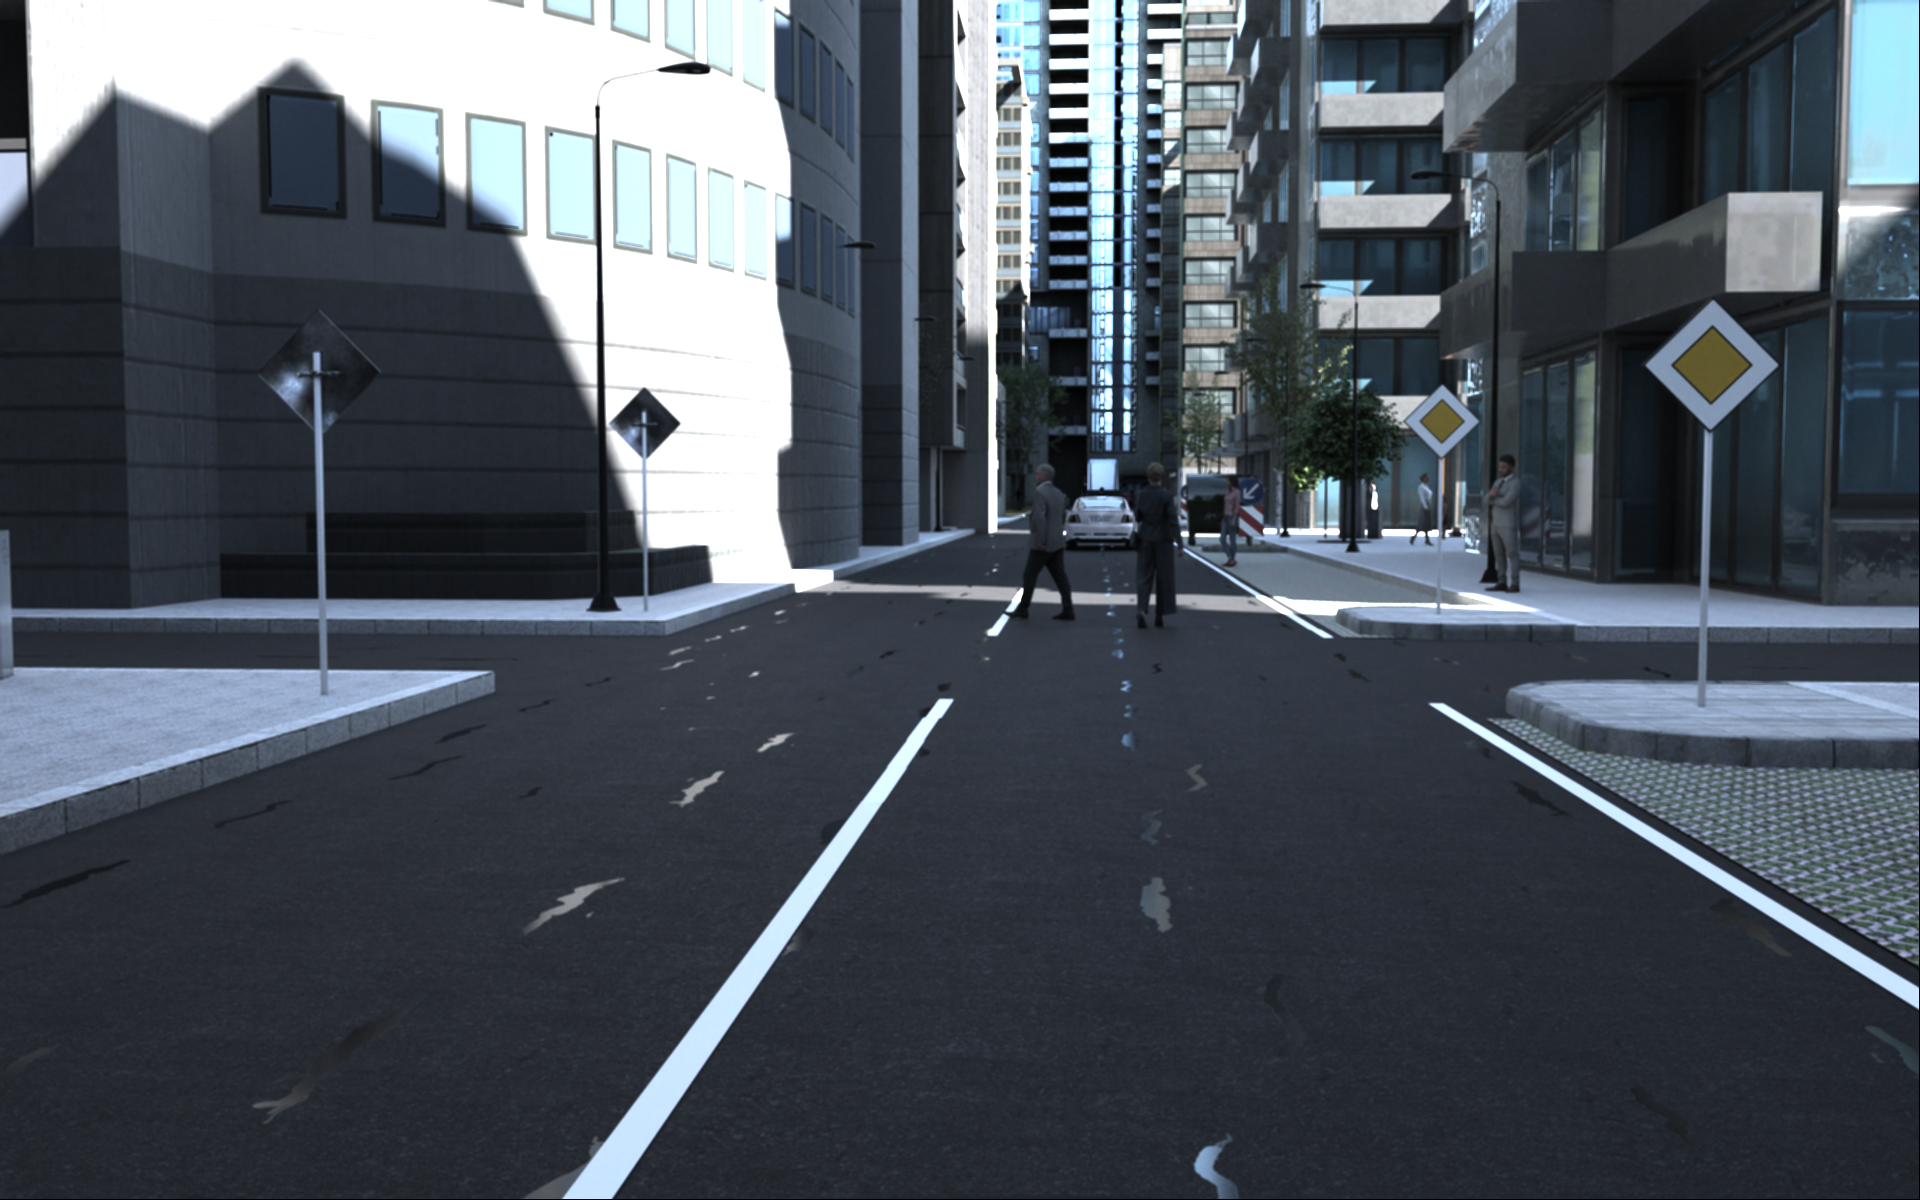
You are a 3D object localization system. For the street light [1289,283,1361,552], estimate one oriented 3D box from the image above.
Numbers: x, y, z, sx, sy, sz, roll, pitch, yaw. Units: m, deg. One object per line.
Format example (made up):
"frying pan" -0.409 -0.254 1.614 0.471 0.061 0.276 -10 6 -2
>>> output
"street light" 8.160 -4.016 38.203 1.470 5.913 1.316 0 4 4

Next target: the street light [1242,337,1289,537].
"street light" 9.144 -4.826 51.449 1.470 5.913 1.316 0 4 4

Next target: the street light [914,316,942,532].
"street light" -1.324 -4.460 45.467 1.470 5.913 1.316 0 4 4

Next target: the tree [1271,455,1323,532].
"tree" 11.560 -3.885 58.127 1.663 3.219 1.824 0 3 0

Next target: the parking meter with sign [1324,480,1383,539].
"parking meter with sign" 11.325 -3.282 49.915 1.738 3.016 0.543 3 4 36

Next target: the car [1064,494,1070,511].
"car" 8.243 -8.312 144.702 1.959 1.807 4.718 0 4 5

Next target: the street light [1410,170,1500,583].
"street light" 7.156 -3.206 24.957 1.470 5.913 1.316 0 4 4

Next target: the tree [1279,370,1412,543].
"tree" 10.277 -3.804 45.913 4.285 4.588 4.351 0 3 0

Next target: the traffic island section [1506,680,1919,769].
"traffic island section" 4.513 0.725 10.432 2.009 0.180 2.903 0 4 4

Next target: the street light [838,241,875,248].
"street light" -2.260 -3.639 32.043 1.470 5.913 1.316 0 4 4

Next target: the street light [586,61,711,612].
"street light" -3.375 -2.830 18.807 1.470 5.913 1.316 0 4 4

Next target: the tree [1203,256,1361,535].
"tree" 10.319 -6.371 54.531 4.737 8.622 4.395 0 3 0

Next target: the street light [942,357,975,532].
"street light" -0.192 -5.270 58.702 1.470 5.913 1.316 0 4 4

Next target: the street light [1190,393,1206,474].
"street light" 11.390 -6.555 79.708 1.470 5.913 1.316 0 4 4

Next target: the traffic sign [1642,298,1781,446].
"traffic sign" 4.489 -0.499 10.351 0.795 2.593 0.064 0 4 4

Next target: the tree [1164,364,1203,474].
"tree" 13.546 -8.974 97.083 4.737 8.622 4.395 0 3 0

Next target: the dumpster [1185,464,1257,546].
"dumpster" 7.224 -2.632 47.984 1.985 2.255 1.502 0 4 5

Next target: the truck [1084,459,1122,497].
"truck" 10.606 -8.453 127.967 2.967 4.110 18.799 0 4 4

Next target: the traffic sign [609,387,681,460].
"traffic sign" -3.465 -1.028 18.990 0.795 2.593 0.064 0 4 4

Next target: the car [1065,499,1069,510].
"car" 6.428 -6.558 119.028 2.131 1.459 4.920 0 4 4

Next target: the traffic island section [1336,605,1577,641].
"traffic island section" 5.126 0.238 18.394 2.009 0.180 2.903 0 4 4

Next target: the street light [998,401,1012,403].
"street light" 1.891 -6.949 86.157 1.470 5.913 1.316 0 4 4

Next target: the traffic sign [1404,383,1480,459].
"traffic sign" 5.102 -0.986 18.313 0.795 2.593 0.064 0 4 4

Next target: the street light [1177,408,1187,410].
"street light" 12.321 -7.369 93.021 1.470 5.913 1.316 0 4 4

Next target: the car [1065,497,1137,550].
"car" 3.738 -2.050 45.874 2.083 1.381 4.827 0 4 5

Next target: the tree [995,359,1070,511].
"tree" 4.597 -12.651 132.597 9.928 11.665 9.643 0 3 0

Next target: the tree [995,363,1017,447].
"tree" 0.859 -8.566 90.412 4.360 8.622 3.978 0 3 0

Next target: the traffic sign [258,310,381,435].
"traffic sign" -4.078 -0.541 11.029 0.795 2.593 0.064 0 4 4

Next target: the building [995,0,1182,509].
"building" 14.812 -53.408 185.893 31.000 86.520 22.319 0 4 4

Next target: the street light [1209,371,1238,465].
"street light" 10.295 -5.690 65.565 1.470 5.913 1.316 0 4 4

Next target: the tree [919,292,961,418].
"tree" -2.386 -6.176 51.335 4.360 8.622 3.978 0 3 0
